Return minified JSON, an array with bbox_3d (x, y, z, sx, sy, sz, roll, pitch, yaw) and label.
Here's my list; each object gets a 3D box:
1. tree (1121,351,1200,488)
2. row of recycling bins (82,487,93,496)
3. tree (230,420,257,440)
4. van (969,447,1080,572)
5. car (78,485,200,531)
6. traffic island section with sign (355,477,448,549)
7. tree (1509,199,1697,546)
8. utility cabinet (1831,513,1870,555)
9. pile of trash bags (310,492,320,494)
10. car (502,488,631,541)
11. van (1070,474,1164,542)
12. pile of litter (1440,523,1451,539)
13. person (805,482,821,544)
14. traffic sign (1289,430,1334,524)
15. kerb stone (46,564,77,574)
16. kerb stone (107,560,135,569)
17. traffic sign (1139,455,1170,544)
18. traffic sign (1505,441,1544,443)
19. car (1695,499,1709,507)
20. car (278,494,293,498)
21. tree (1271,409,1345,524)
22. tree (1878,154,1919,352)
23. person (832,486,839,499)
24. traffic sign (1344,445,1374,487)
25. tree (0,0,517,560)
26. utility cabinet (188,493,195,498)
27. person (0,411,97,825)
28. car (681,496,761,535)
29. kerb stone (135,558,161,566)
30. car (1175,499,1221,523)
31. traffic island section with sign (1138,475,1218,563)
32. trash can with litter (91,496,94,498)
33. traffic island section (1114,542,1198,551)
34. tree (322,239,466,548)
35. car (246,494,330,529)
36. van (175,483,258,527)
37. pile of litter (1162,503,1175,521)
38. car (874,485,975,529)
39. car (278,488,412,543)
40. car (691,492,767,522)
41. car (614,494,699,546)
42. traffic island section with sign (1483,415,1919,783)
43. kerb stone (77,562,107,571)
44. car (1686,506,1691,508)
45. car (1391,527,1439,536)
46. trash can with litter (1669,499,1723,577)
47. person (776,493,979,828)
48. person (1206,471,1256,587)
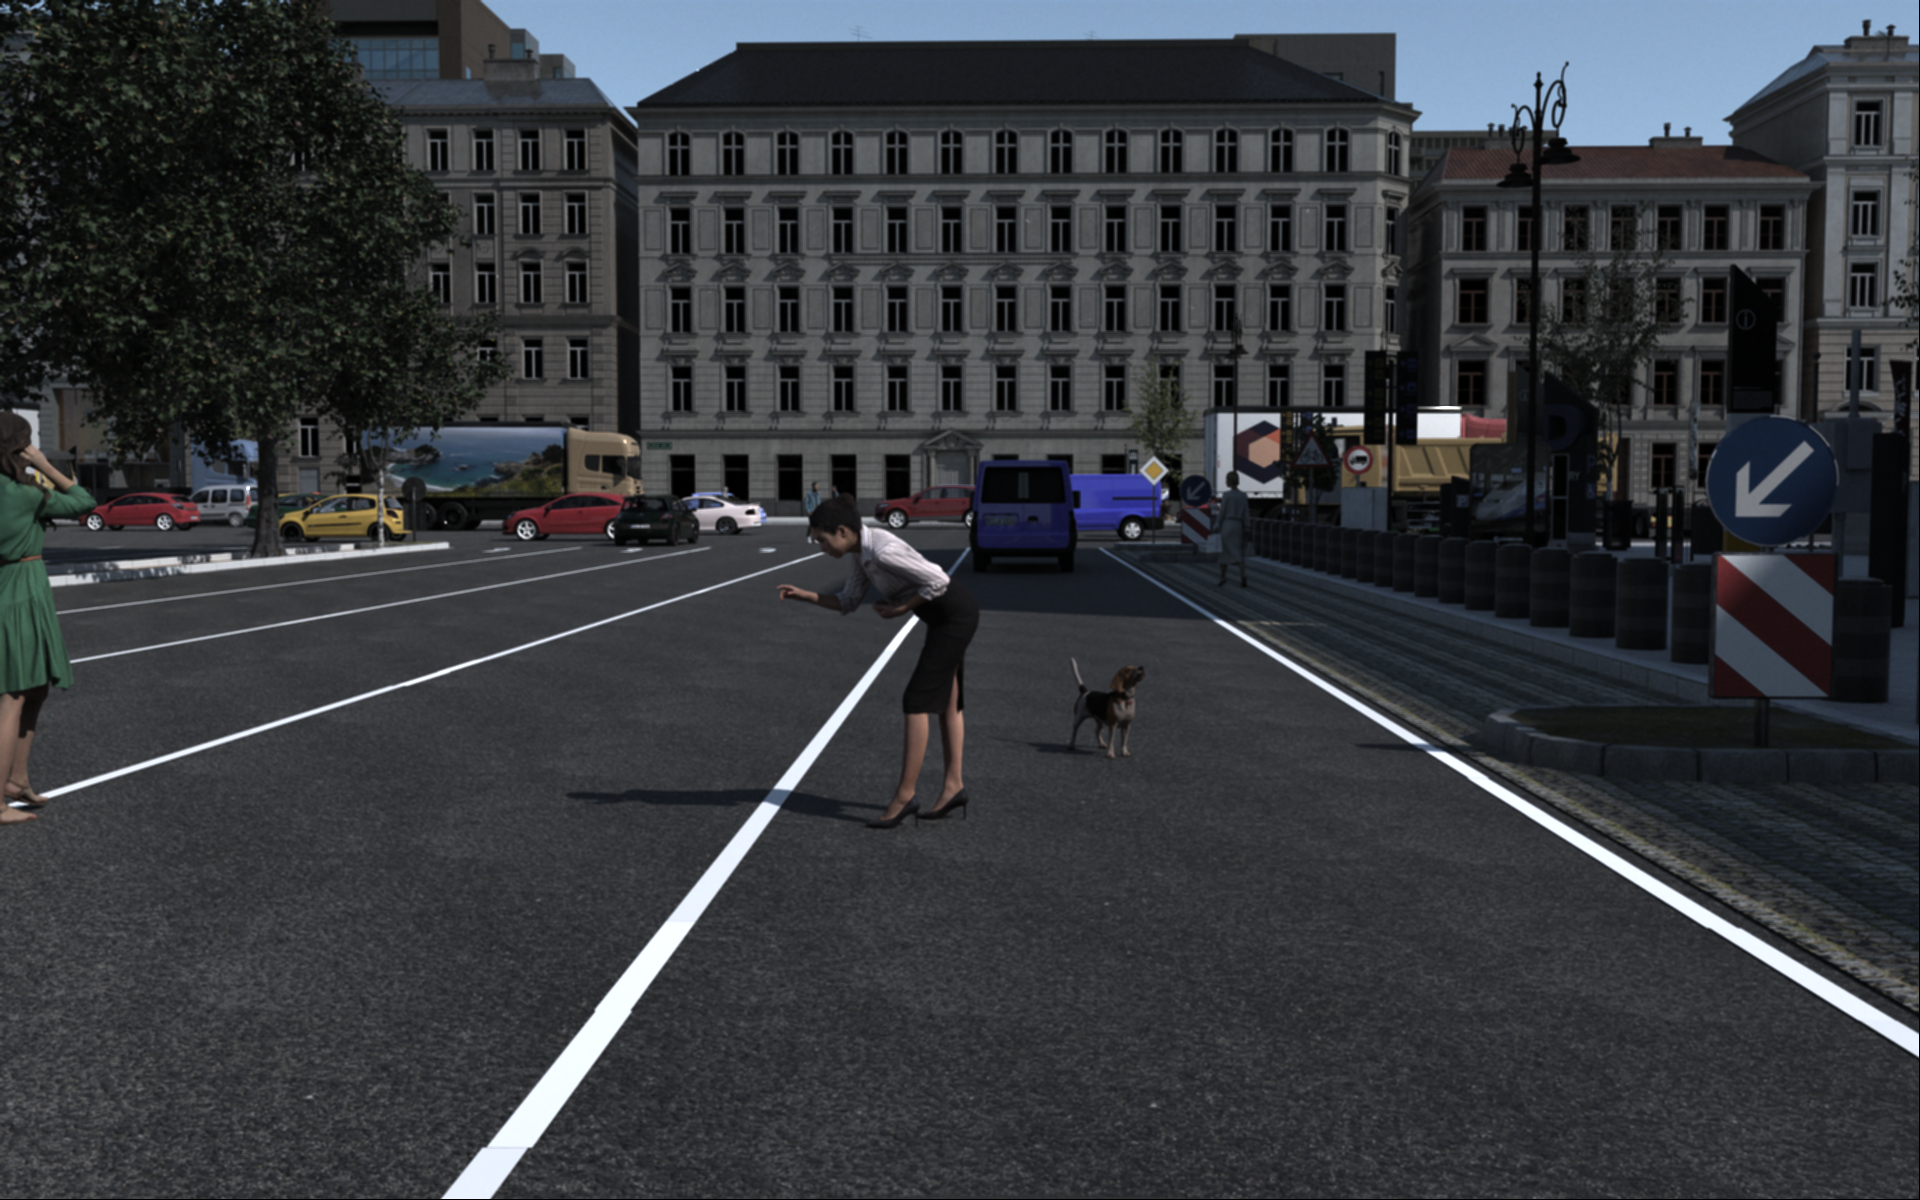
[{"bbox_3d":[10.265,-8.453,88.566,4.737,8.622,4.395,0,3,0],"label":"tree"},{"bbox_3d":[-68.108,-7.726,133.427,3.534,1.692,1.069,1,4,20],"label":"row of recycling bins"},{"bbox_3d":[-36.073,-8.458,88.649,4.737,8.622,4.395,0,3,0],"label":"tree"},{"bbox_3d":[1.243,-1.780,33.480,2.240,2.365,5.245,0,4,2],"label":"van"},{"bbox_3d":[-32.172,-3.595,67.818,4.494,1.783,2.155,0,4,2],"label":"car"},{"bbox_3d":[-14.596,-2.295,45.655,2.006,1.907,1.989,0,4,2],"label":"traffic island section with sign"},{"bbox_3d":[15.842,-5.648,42.707,4.360,8.622,3.978,0,3,0],"label":"tree"},{"bbox_3d":[18.963,-1.707,36.587,0.318,1.500,1.173,-1,4,-14],"label":"utility cabinet"},{"bbox_3d":[-31.974,-4.856,89.145,1.912,1.369,3.447,2,4,32],"label":"pile of trash bags"},{"bbox_3d":[-11.878,-2.717,53.463,4.494,1.783,2.155,0,4,0],"label":"car"},{"bbox_3d":[3.592,-2.983,53.160,5.245,2.365,2.240,0,4,1],"label":"van"},{"bbox_3d":[8.338,-0.992,30.180,1.176,0.858,1.719,1,4,22],"label":"pile of litter"},{"bbox_3d":[-4.242,-2.519,50.037,0.601,1.785,0.444,-3,4,-37],"label":"person"},{"bbox_3d":[7.102,-2.143,35.044,0.884,2.594,0.081,0,4,4],"label":"traffic sign"},{"bbox_3d":[-16.087,-0.528,30.828,0.120,0.150,1.000,0,4,2],"label":"kerb stone"},{"bbox_3d":[-16.025,-0.654,32.882,0.120,0.150,1.000,0,4,2],"label":"kerb stone"},{"bbox_3d":[5.008,-2.515,44.766,0.795,2.450,0.064,0,4,2],"label":"traffic sign"},{"bbox_3d":[11.018,-2.066,33.883,0.768,2.556,0.104,1,4,10],"label":"traffic sign"},{"bbox_3d":[26.187,-2.878,58.847,2.131,1.459,4.920,0,4,1],"label":"car"},{"bbox_3d":[-24.273,-3.322,64.542,3.980,1.641,2.015,0,4,1],"label":"car"},{"bbox_3d":[8.013,-2.684,38.485,1.663,3.219,1.824,0,3,0],"label":"tree"},{"bbox_3d":[18.170,-4.825,29.254,4.360,8.622,3.978,0,3,0],"label":"tree"},{"bbox_3d":[-5.650,-4.242,77.984,0.434,1.807,0.598,1,4,9],"label":"person"},{"bbox_3d":[10.396,-2.761,45.250,0.768,2.556,0.104,0,4,6],"label":"traffic sign"},{"bbox_3d":[-14.854,-7.186,36.949,9.611,12.733,9.660,0,3,0],"label":"tree"},{"bbox_3d":[-40.119,-5.040,91.087,1.173,1.500,0.318,2,4,33],"label":"utility cabinet"},{"bbox_3d":[-4.197,0.068,7.638,0.600,1.795,0.529,1,4,9],"label":"person"},{"bbox_3d":[-9.457,-2.999,61.390,4.827,1.381,2.083,0,4,2],"label":"car"},{"bbox_3d":[-15.999,-0.708,33.910,0.120,0.150,1.000,0,4,2],"label":"kerb stone"},{"bbox_3d":[11.487,-3.994,74.345,4.494,1.783,2.155,0,4,3],"label":"car"},{"bbox_3d":[4.809,-1.718,36.709,1.989,1.847,2.006,0,4,2],"label":"traffic island section with sign"},{"bbox_3d":[-61.833,-6.813,122.785,1.055,1.170,0.624,3,5,43],"label":"trash can with litter"},{"bbox_3d":[5.032,-1.380,44.842,2.009,0.180,2.903,0,4,2],"label":"traffic island section"},{"bbox_3d":[-14.774,-5.586,44.147,4.360,8.622,3.978,0,3,0],"label":"tree"},{"bbox_3d":[-22.336,-2.976,60.452,4.920,1.459,2.131,0,4,4],"label":"car"},{"bbox_3d":[-32.499,-4.179,75.341,4.112,2.044,2.013,0,4,2],"label":"van"},{"bbox_3d":[9.900,-4.306,84.360,1.176,0.858,1.719,-2,4,-34],"label":"pile of litter"},{"bbox_3d":[-0.906,-3.859,71.762,5.304,1.827,2.281,0,4,2],"label":"car"},{"bbox_3d":[-18.449,-2.534,51.654,3.980,1.641,2.015,0,4,1],"label":"car"},{"bbox_3d":[-10.521,-4.155,77.522,3.694,1.707,1.945,0,4,0],"label":"car"},{"bbox_3d":[-8.557,-2.401,49.051,2.009,1.686,4.222,0,4,3],"label":"car"},{"bbox_3d":[3.999,-0.053,9.493,1.989,1.847,2.006,0,4,2],"label":"traffic island section with sign"},{"bbox_3d":[-16.058,-0.588,31.855,0.120,0.150,1.000,0,4,2],"label":"kerb stone"},{"bbox_3d":[32.663,-3.921,73.143,4.494,1.783,2.155,0,4,3],"label":"car"},{"bbox_3d":[12.354,-2.695,52.856,4.718,1.807,1.959,0,4,3],"label":"car"},{"bbox_3d":[11.774,-0.947,26.535,1.678,1.210,2.233,-3,4,-38],"label":"trash can with litter"},{"bbox_3d":[-0.304,0.257,7.480,0.628,1.438,0.799,3,4,37],"label":"person"},{"bbox_3d":[4.154,-1.080,26.505,0.694,1.780,0.624,0,4,-8],"label":"person"}]
